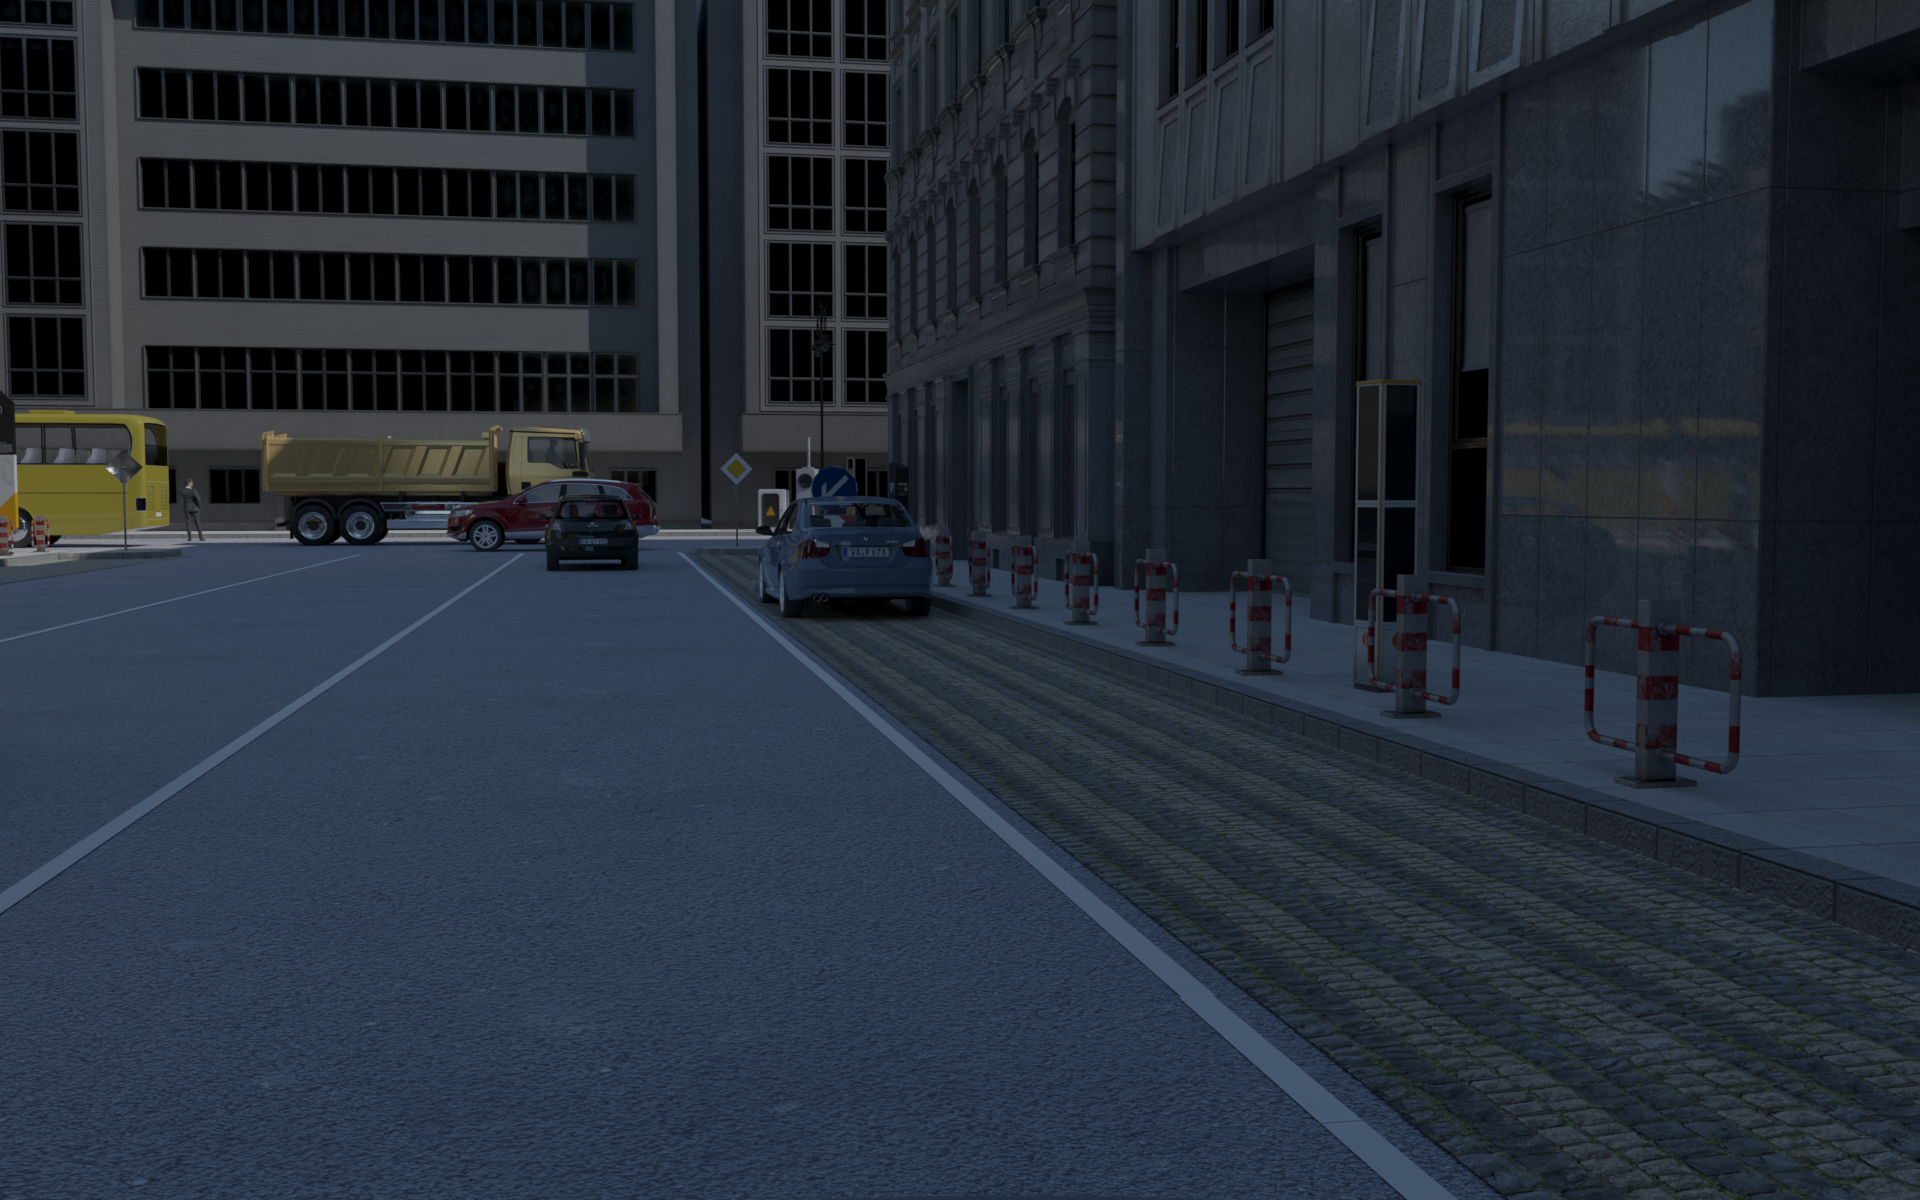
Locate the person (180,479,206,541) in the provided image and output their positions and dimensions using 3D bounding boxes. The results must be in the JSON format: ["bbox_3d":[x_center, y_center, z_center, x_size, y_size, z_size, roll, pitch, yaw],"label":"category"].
[{"bbox_3d":[-23.463,-2.756,52.916,0.648,1.900,0.474,0,4,-7],"label":"person"}]

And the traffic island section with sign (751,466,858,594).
[{"bbox_3d":[-2.027,-1.016,25.246,1.989,1.847,2.006,-1,4,-11],"label":"traffic island section with sign"}]

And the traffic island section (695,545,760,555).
[{"bbox_3d":[-5.371,-1.199,41.886,2.009,0.180,2.903,-1,4,-11],"label":"traffic island section"}]

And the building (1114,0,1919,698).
[{"bbox_3d":[9.934,-11.997,14.180,12.078,24.808,19.932,-1,4,-11],"label":"building"}]

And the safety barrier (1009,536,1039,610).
[{"bbox_3d":[0.715,-0.309,19.321,0.300,0.817,1.120,-1,4,-11],"label":"safety barrier"}]

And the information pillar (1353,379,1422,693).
[{"bbox_3d":[2.781,-0.416,11.291,0.304,2.012,0.304,-1,4,-20],"label":"information pillar"}]

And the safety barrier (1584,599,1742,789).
[{"bbox_3d":[3.069,0.407,7.622,0.300,0.817,1.120,-1,4,-11],"label":"safety barrier"}]

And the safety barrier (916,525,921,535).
[{"bbox_3d":[-0.696,-0.737,26.325,0.300,0.817,1.120,-1,4,-11],"label":"safety barrier"}]

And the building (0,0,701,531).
[{"bbox_3d":[-25.110,-15.022,64.669,30.058,24.678,14.314,-1,4,-11],"label":"building"}]

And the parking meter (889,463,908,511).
[{"bbox_3d":[-1.140,-1.616,32.136,0.255,1.863,0.399,-2,4,-27],"label":"parking meter"}]

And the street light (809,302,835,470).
[{"bbox_3d":[-3.330,-4.219,41.769,0.468,5.910,1.993,-1,4,-11],"label":"street light"}]

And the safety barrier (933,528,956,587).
[{"bbox_3d":[-0.222,-0.594,23.992,0.300,0.817,1.120,-1,4,-11],"label":"safety barrier"}]

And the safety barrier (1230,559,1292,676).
[{"bbox_3d":[2.127,0.120,12.309,0.300,0.817,1.120,-1,4,-11],"label":"safety barrier"}]

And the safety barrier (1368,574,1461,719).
[{"bbox_3d":[2.598,0.264,9.965,0.300,0.817,1.120,-1,4,-11],"label":"safety barrier"}]

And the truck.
[{"bbox_3d":[-14.581,-3.283,49.606,9.791,3.379,3.469,-1,4,-13],"label":"truck"}]

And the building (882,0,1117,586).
[{"bbox_3d":[4.570,-11.247,33.038,9.793,20.994,18.267,-1,4,-11],"label":"building"}]

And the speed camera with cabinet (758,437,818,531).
[{"bbox_3d":[-5.988,-4.038,60.359,2.038,3.252,0.660,1,4,9],"label":"speed camera with cabinet"}]

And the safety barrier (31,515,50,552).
[{"bbox_3d":[-20.239,-1.458,38.118,0.300,0.817,1.120,-1,4,-11],"label":"safety barrier"}]

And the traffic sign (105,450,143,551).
[{"bbox_3d":[-18.871,-2.170,39.123,0.795,2.450,0.064,-1,4,-11],"label":"traffic sign"}]

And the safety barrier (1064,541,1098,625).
[{"bbox_3d":[1.188,-0.166,16.988,0.300,0.817,1.120,-1,4,-11],"label":"safety barrier"}]

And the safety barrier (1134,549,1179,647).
[{"bbox_3d":[1.656,-0.023,14.650,0.300,0.817,1.120,-1,4,-11],"label":"safety barrier"}]

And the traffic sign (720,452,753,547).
[{"bbox_3d":[-5.392,-2.334,41.805,0.795,2.450,0.064,-1,4,-11],"label":"traffic sign"}]

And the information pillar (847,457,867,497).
[{"bbox_3d":[-2.035,-1.824,34.315,0.304,2.012,0.304,-2,4,-30],"label":"information pillar"}]

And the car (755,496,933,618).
[{"bbox_3d":[-1.469,-0.572,21.353,2.014,1.417,4.499,-1,4,-11],"label":"car"}]

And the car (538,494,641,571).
[{"bbox_3d":[-7.225,-1.473,33.875,2.009,1.686,4.222,-1,4,-13],"label":"car"}]

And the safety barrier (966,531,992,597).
[{"bbox_3d":[0.242,-0.451,21.655,0.300,0.817,1.120,-1,4,-11],"label":"safety barrier"}]

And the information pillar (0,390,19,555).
[{"bbox_3d":[-20.235,-2.772,36.673,0.504,3.616,0.183,0,4,5],"label":"information pillar"}]

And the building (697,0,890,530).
[{"bbox_3d":[1.652,-16.863,69.221,24.014,27.812,14.314,-1,4,-11],"label":"building"}]

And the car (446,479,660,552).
[{"bbox_3d":[-10.327,-2.168,44.118,5.304,1.827,2.281,-1,4,-11],"label":"car"}]

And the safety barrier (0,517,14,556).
[{"bbox_3d":[-19.765,-1.315,35.779,0.300,0.817,1.120,-1,4,-11],"label":"safety barrier"}]

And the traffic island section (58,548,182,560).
[{"bbox_3d":[-18.893,-1.034,39.180,2.009,0.180,2.903,-1,4,-11],"label":"traffic island section"}]

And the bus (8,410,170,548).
[{"bbox_3d":[-27.996,-3.351,46.328,12.252,3.916,2.896,-1,4,-10],"label":"bus"}]
